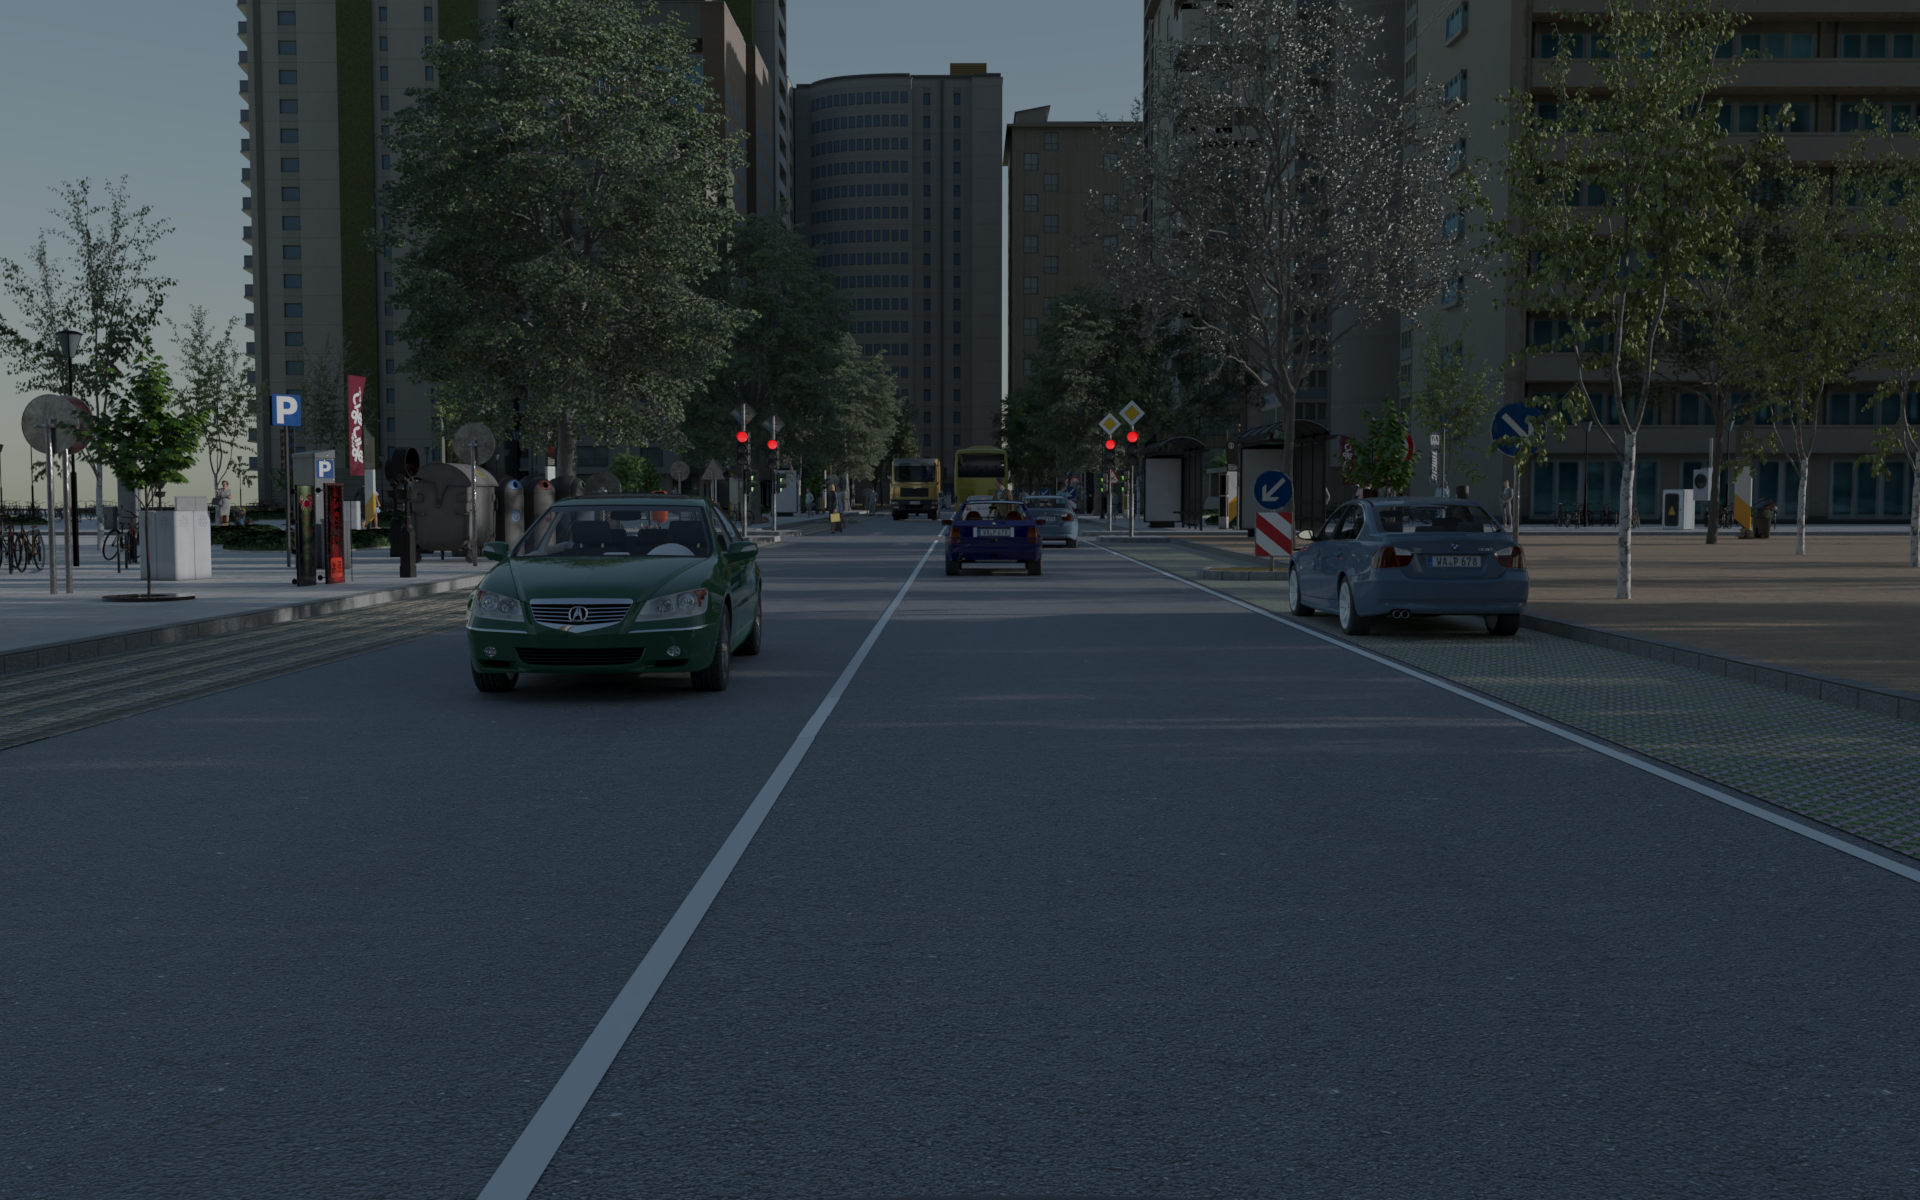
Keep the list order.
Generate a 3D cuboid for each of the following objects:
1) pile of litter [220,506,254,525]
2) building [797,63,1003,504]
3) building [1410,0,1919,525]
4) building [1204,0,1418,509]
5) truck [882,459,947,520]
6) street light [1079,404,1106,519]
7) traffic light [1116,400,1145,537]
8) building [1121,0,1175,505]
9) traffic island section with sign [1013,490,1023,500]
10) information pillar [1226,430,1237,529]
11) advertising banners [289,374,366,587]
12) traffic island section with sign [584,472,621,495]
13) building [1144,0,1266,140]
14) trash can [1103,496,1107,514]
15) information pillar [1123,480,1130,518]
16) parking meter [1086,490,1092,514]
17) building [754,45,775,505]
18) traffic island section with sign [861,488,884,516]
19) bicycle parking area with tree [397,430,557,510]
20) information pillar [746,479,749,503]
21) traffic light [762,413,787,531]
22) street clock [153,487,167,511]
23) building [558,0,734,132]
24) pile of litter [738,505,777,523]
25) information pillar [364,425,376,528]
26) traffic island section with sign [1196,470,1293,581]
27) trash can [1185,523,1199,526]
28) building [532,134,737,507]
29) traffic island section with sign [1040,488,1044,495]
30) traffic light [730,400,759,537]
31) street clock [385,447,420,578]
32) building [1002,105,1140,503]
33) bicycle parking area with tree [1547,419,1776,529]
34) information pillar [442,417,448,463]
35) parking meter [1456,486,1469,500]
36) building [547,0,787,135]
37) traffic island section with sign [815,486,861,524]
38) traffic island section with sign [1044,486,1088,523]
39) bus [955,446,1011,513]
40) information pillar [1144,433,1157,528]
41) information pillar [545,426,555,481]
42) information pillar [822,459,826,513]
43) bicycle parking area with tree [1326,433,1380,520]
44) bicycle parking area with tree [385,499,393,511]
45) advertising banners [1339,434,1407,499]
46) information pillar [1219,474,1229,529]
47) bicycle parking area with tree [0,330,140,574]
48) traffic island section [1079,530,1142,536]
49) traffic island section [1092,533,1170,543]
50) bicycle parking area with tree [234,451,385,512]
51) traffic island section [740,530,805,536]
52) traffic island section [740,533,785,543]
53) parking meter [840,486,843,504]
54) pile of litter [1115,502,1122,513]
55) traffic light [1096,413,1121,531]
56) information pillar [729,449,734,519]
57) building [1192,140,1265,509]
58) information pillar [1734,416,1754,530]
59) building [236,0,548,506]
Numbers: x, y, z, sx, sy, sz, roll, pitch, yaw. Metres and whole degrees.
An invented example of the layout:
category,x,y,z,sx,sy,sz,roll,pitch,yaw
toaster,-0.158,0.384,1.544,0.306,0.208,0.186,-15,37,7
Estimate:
category,x,y,z,sx,sy,sz,roll,pitch,yaw
pile of litter,-25.516,-2.865,60.813,1.176,0.858,1.719,3,4,38
building,-8.362,-42.710,240.308,28.212,58.520,21.231,0,4,0
building,33.135,-27.992,81.374,21.600,48.544,21.300,0,4,0
building,33.132,-25.759,113.043,32.217,40.220,23.993,0,4,0
truck,-2.428,-6.160,96.639,3.469,3.379,9.791,0,4,0
street light,6.813,-7.145,89.361,1.470,5.913,1.316,0,4,0
traffic light,5.108,-3.846,51.801,0.839,4.253,0.868,0,4,0
building,28.829,-45.854,187.957,20.563,71.187,20.611,0,4,0
traffic island section with sign,5.732,-11.014,188.700,1.989,1.847,2.006,0,4,0
information pillar,10.032,-4.431,63.807,0.504,3.616,0.183,-1,4,-19
advertising banners,-8.977,-1.747,24.744,0.090,3.025,2.074,1,4,10
traffic island section with sign,-6.258,-1.313,30.098,1.989,1.847,2.006,0,4,0
building,33.054,-35.184,164.494,28.713,52.752,27.495,0,4,0
trash can,9.156,-6.080,111.066,0.748,1.137,0.748,0,3,0
information pillar,8.964,-5.399,92.767,0.304,2.012,0.304,3,5,44
parking meter,8.389,-6.357,112.351,0.372,1.533,0.369,0,3,0
building,-26.047,-31.841,170.712,14.600,45.320,14.200,0,4,0
traffic island section with sign,-5.912,-6.298,111.596,1.989,1.847,2.006,0,4,0
bicycle parking area with tree,-19.987,-5.699,80.187,9.016,4.147,8.231,0,4,7
information pillar,-10.436,-4.967,85.694,0.304,2.012,0.304,-1,4,-10
traffic light,-6.420,-4.336,59.819,0.839,4.253,0.868,0,4,0
street clock,-22.531,-2.704,48.781,0.471,2.002,0.358,-1,4,-8
building,-26.987,-30.955,156.218,14.600,45.320,14.200,0,4,0
pile of litter,-8.975,-3.856,77.007,1.719,0.858,1.176,1,4,15
information pillar,-20.092,-4.134,58.943,0.504,3.616,0.183,3,4,36
traffic island section with sign,5.066,-1.268,29.358,1.989,1.847,2.006,0,4,0
trash can,9.312,-3.533,69.419,0.748,1.137,0.748,0,3,0
building,-26.369,-22.660,142.198,14.160,30.474,14.107,0,4,0
traffic island section with sign,5.414,-6.416,113.533,1.989,1.847,2.006,0,4,0
traffic light,-6.454,-3.848,51.834,0.839,4.253,0.868,0,4,0
street clock,-8.478,-1.344,26.549,0.358,2.002,0.471,1,4,11
building,19.950,-39.993,243.127,27.495,52.752,28.713,0,4,0
bicycle parking area with tree,26.890,-4.885,66.872,8.231,4.147,9.016,1,4,22
information pillar,-15.558,-3.731,52.354,0.183,3.616,0.504,-2,4,-26
parking meter,14.925,-2.636,51.502,0.372,1.533,0.369,0,3,0
building,-33.227,-39.557,188.750,28.212,58.520,21.231,0,4,0
traffic island section with sign,-6.029,-4.644,84.555,1.989,1.847,2.006,0,4,0
traffic island section with sign,5.295,-4.702,85.501,1.989,1.847,2.006,0,4,0
bus,1.153,-5.892,87.887,2.896,3.916,12.252,0,4,1
information pillar,7.293,-4.586,66.334,0.504,3.616,0.183,-1,4,-9
information pillar,-12.368,-3.724,52.248,0.183,3.616,0.504,1,4,14
information pillar,-9.223,-7.684,116.992,0.183,3.616,0.504,-1,4,-19
bicycle parking area with tree,18.428,-5.524,77.312,9.016,4.147,8.231,1,4,23
bicycle parking area with tree,-30.520,-7.356,107.278,8.231,4.147,9.016,-2,4,-26
advertising banners,12.038,-3.329,50.622,2.074,3.025,0.090,2,4,33
information pillar,9.579,-3.573,62.905,0.304,2.012,0.304,1,4,22
bicycle parking area with tree,-18.051,-2.610,29.675,8.231,4.147,9.016,-1,4,-9
traffic island section,5.182,-2.301,59.899,2.009,0.180,2.903,0,4,0
traffic island section,5.148,-1.812,51.914,2.009,0.180,2.903,0,4,0
bicycle parking area with tree,-42.561,-7.919,116.481,8.231,4.147,9.016,1,4,9
traffic island section,-6.460,-2.304,59.954,2.009,0.180,2.903,0,4,0
traffic island section,-6.494,-1.816,51.969,2.009,0.180,2.903,0,4,0
parking meter,-7.852,-6.550,112.810,0.399,1.863,0.255,3,4,39
pile of litter,10.722,-6.178,114.973,1.176,0.858,1.719,0,4,-4
traffic light,5.142,-4.334,59.786,0.839,4.253,0.868,0,4,0
information pillar,-11.551,-5.882,87.531,0.183,3.616,0.504,1,4,16
building,26.223,-22.791,144.332,14.160,30.474,14.107,0,4,0
information pillar,23.504,-3.704,51.917,0.504,3.616,0.183,3,4,38
building,-61.892,-39.581,189.151,28.212,58.520,21.231,0,4,0
